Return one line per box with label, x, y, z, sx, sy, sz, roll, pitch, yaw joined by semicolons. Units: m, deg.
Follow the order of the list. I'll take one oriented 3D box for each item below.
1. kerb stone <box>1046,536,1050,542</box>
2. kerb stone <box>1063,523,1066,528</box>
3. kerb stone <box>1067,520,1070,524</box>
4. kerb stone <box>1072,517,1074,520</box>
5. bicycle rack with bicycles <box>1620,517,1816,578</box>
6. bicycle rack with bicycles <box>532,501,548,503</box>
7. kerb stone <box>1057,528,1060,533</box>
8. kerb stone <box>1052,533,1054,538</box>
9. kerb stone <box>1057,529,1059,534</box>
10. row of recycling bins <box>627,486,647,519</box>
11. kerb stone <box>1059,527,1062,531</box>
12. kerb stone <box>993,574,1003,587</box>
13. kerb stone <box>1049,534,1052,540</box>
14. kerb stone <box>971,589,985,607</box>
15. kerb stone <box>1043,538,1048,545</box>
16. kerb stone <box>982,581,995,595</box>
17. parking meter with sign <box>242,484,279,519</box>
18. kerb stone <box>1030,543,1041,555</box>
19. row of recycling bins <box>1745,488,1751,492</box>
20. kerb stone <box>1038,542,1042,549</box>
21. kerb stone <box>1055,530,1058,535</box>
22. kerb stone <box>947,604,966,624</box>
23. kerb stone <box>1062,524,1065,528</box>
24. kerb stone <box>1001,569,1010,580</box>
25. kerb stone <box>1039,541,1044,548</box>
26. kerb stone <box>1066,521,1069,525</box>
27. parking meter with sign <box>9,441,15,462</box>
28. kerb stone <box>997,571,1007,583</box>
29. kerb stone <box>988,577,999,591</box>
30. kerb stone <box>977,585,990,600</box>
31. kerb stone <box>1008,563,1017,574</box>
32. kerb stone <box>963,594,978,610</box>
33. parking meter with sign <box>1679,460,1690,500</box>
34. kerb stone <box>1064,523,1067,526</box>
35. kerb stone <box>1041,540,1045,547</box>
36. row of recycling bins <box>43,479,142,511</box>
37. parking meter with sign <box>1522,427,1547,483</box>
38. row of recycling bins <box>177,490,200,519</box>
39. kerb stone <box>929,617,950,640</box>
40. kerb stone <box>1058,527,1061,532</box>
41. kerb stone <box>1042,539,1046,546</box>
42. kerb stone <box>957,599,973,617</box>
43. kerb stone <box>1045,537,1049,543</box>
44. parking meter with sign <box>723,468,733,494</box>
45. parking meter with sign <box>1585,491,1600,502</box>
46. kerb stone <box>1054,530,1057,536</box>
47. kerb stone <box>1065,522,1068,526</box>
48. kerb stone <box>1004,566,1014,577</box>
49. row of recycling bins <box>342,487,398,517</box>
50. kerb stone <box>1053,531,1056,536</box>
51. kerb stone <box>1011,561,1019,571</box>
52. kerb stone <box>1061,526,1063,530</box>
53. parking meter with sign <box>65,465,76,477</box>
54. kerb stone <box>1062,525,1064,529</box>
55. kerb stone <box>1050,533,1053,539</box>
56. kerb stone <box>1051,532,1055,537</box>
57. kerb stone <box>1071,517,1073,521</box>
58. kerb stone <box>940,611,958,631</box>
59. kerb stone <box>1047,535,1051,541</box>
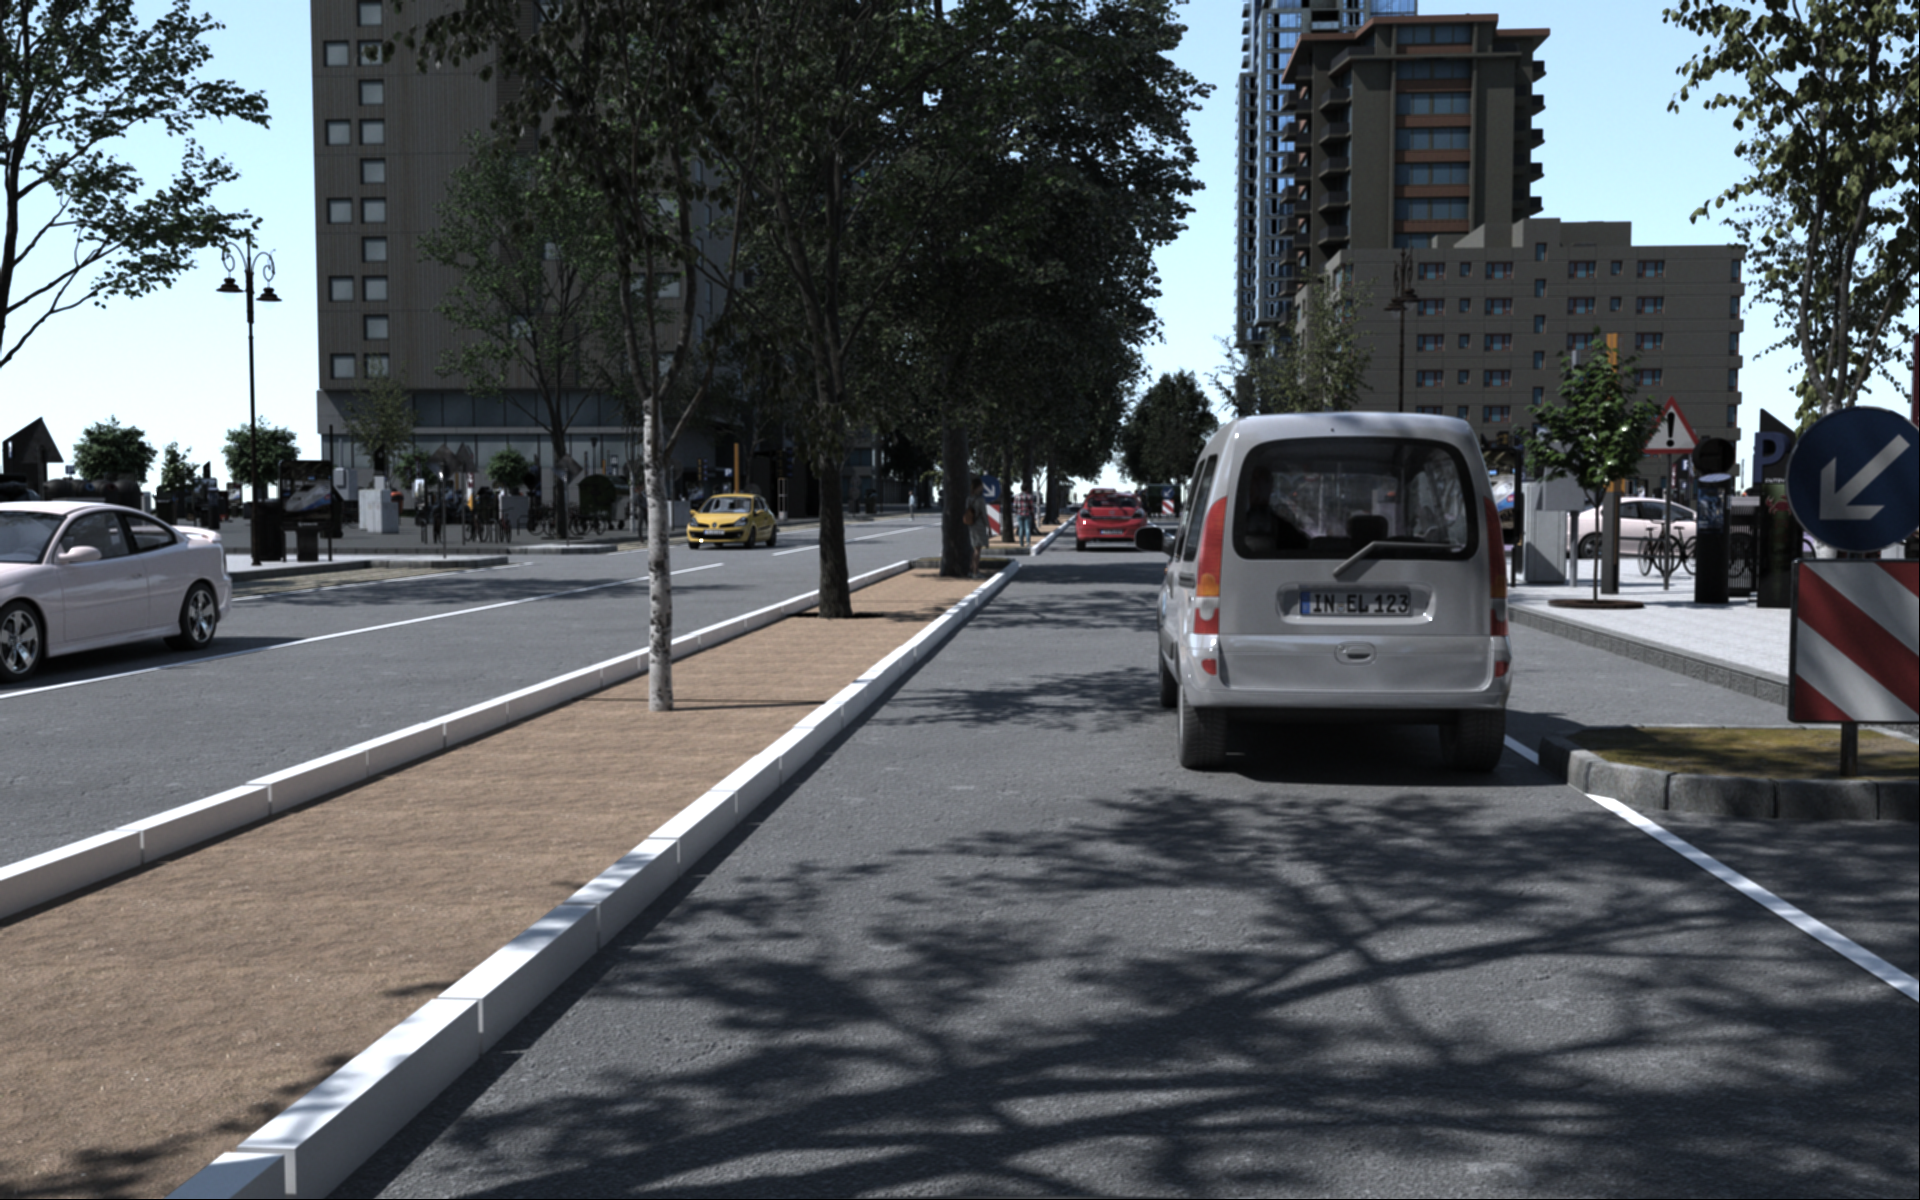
kerb stone;2.427;-1.667;49.449;0.120;0.150;1.000;0;4;5
kerb stone;4.101;-2.915;69.861;0.120;0.150;1.000;0;4;5
kerb stone;4.691;-3.353;77.020;0.120;0.150;1.000;0;4;5
kerb stone;5.539;-3.978;87.235;0.120;0.150;1.000;0;4;5
bicycle rack with bicycles;11.379;-0.822;26.828;2.852;0.926;2.925;0;4;-5
bicycle rack with bicycles;-16.170;-3.425;69.381;2.852;0.926;2.925;-1;4;-10
kerb stone;3.347;-2.353;60.666;0.120;0.150;1.000;0;4;5
kerb stone;2.758;-1.917;53.531;0.120;0.150;1.000;0;4;5
kerb stone;3.266;-2.290;59.647;0.120;0.150;1.000;0;4;5
row of recycling bins;-17.491;-5.105;90.581;3.534;1.692;1.069;-1;4;-9
kerb stone;3.517;-2.478;62.718;0.120;0.150;1.000;0;4;5
kerb stone;0.524;-0.254;26.411;0.120;0.150;1.000;0;4;5
kerb stone;2.595;-1.791;51.487;0.120;0.150;1.000;0;4;5
kerb stone;0.198;-0.007;22.310;0.120;0.150;1.000;0;4;5
kerb stone;2.255;-1.541;47.398;0.120;0.150;1.000;0;4;5
kerb stone;0.360;-0.133;24.373;0.120;0.150;1.000;0;4;5
parking meter with sign;-36.040;-5.686;89.233;1.738;3.016;0.543;-2;4;-26
kerb stone;1.834;-1.229;42.296;0.120;0.150;1.000;0;4;5
row of recycling bins;50.011;-6.158;107.794;1.069;1.692;3.534;0;4;-7
kerb stone;1.921;-1.292;43.314;0.120;0.150;1.000;0;4;5
kerb stone;3.090;-2.166;57.611;0.120;0.150;1.000;0;4;5
kerb stone;-0.066;0.181;19.236;0.120;0.150;1.000;0;4;5
kerb stone;3.927;-2.791;67.824;0.120;0.150;1.000;0;4;5
kerb stone;0.693;-0.379;28.462;0.120;0.150;1.000;0;4;5
kerb stone;2.001;-1.353;44.333;0.120;0.150;1.000;0;4;5
kerb stone;4.526;-3.226;74.979;0.120;0.150;1.000;0;4;5
parking meter with sign;-32.060;-3.711;56.937;1.738;3.016;0.543;-3;4;-38
kerb stone;0.611;-0.321;27.436;0.120;0.150;1.000;0;4;5
kerb stone;0.448;-0.195;25.391;0.120;0.150;1.000;0;4;5
kerb stone;0.275;-0.070;23.344;0.120;0.150;1.000;0;4;5
kerb stone;0.869;-0.508;30.505;0.120;0.150;1.000;0;4;5
kerb stone;0.100;0.056;21.277;0.120;0.150;1.000;0;4;5
parking meter with sign;36.873;-5.616;88.090;0.543;3.016;1.738;1;4;16
kerb stone;4.188;-2.976;70.879;0.120;0.150;1.000;0;4;5
kerb stone;2.083;-1.416;45.351;0.120;0.150;1.000;0;4;5
row of recycling bins;-24.128;-2.506;48.089;1.069;1.692;3.534;1;4;11
parking meter with sign;14.570;-3.030;45.798;0.543;3.016;1.738;-3;5;-42
row of recycling bins;-41.329;-5.203;92.177;1.069;1.692;3.534;0;4;-6
kerb stone;-0.230;0.307;17.183;0.120;0.150;1.000;0;4;5
kerb stone;3.424;-2.413;61.698;0.120;0.150;1.000;0;4;5
kerb stone;2.169;-1.479;46.379;0.120;0.150;1.000;0;4;5
kerb stone;0.027;0.119;20.254;0.120;0.150;1.000;0;4;5
kerb stone;2.345;-1.604;48.426;0.120;0.150;1.000;0;4;5
parking meter with sign;-15.701;-7.349;116.420;0.543;3.016;1.738;0;4;2
parking meter with sign;27.174;-4.790;74.574;0.543;3.016;1.738;-2;4;-35
kerb stone;3.006;-2.104;56.593;0.120;0.150;1.000;0;4;5
kerb stone;4.354;-3.103;72.934;0.120;0.150;1.000;0;4;5
kerb stone;0.784;-0.445;29.486;0.120;0.150;1.000;0;4;5
row of recycling bins;-33.192;-5.497;96.984;3.534;1.692;1.069;-3;5;-42
kerb stone;2.919;-2.041;55.569;0.120;0.150;1.000;0;4;5
kerb stone;0.953;-0.571;31.524;0.120;0.150;1.000;0;4;5
kerb stone;3.693;-2.603;64.754;0.120;0.150;1.000;0;4;5
parking meter with sign;-54.317;-6.662;105.179;1.738;3.016;0.543;3;5;42
kerb stone;3.851;-2.727;66.792;0.120;0.150;1.000;0;4;5
kerb stone;2.679;-1.854;52.511;0.120;0.150;1.000;0;4;5
kerb stone;2.843;-1.974;54.550;0.120;0.150;1.000;0;4;5
kerb stone;5.438;-3.915;86.213;0.120;0.150;1.000;0;4;5
kerb stone;-0.151;0.249;18.210;0.120;0.150;1.000;0;4;5
kerb stone;2.507;-1.729;50.467;0.120;0.150;1.000;0;4;5
